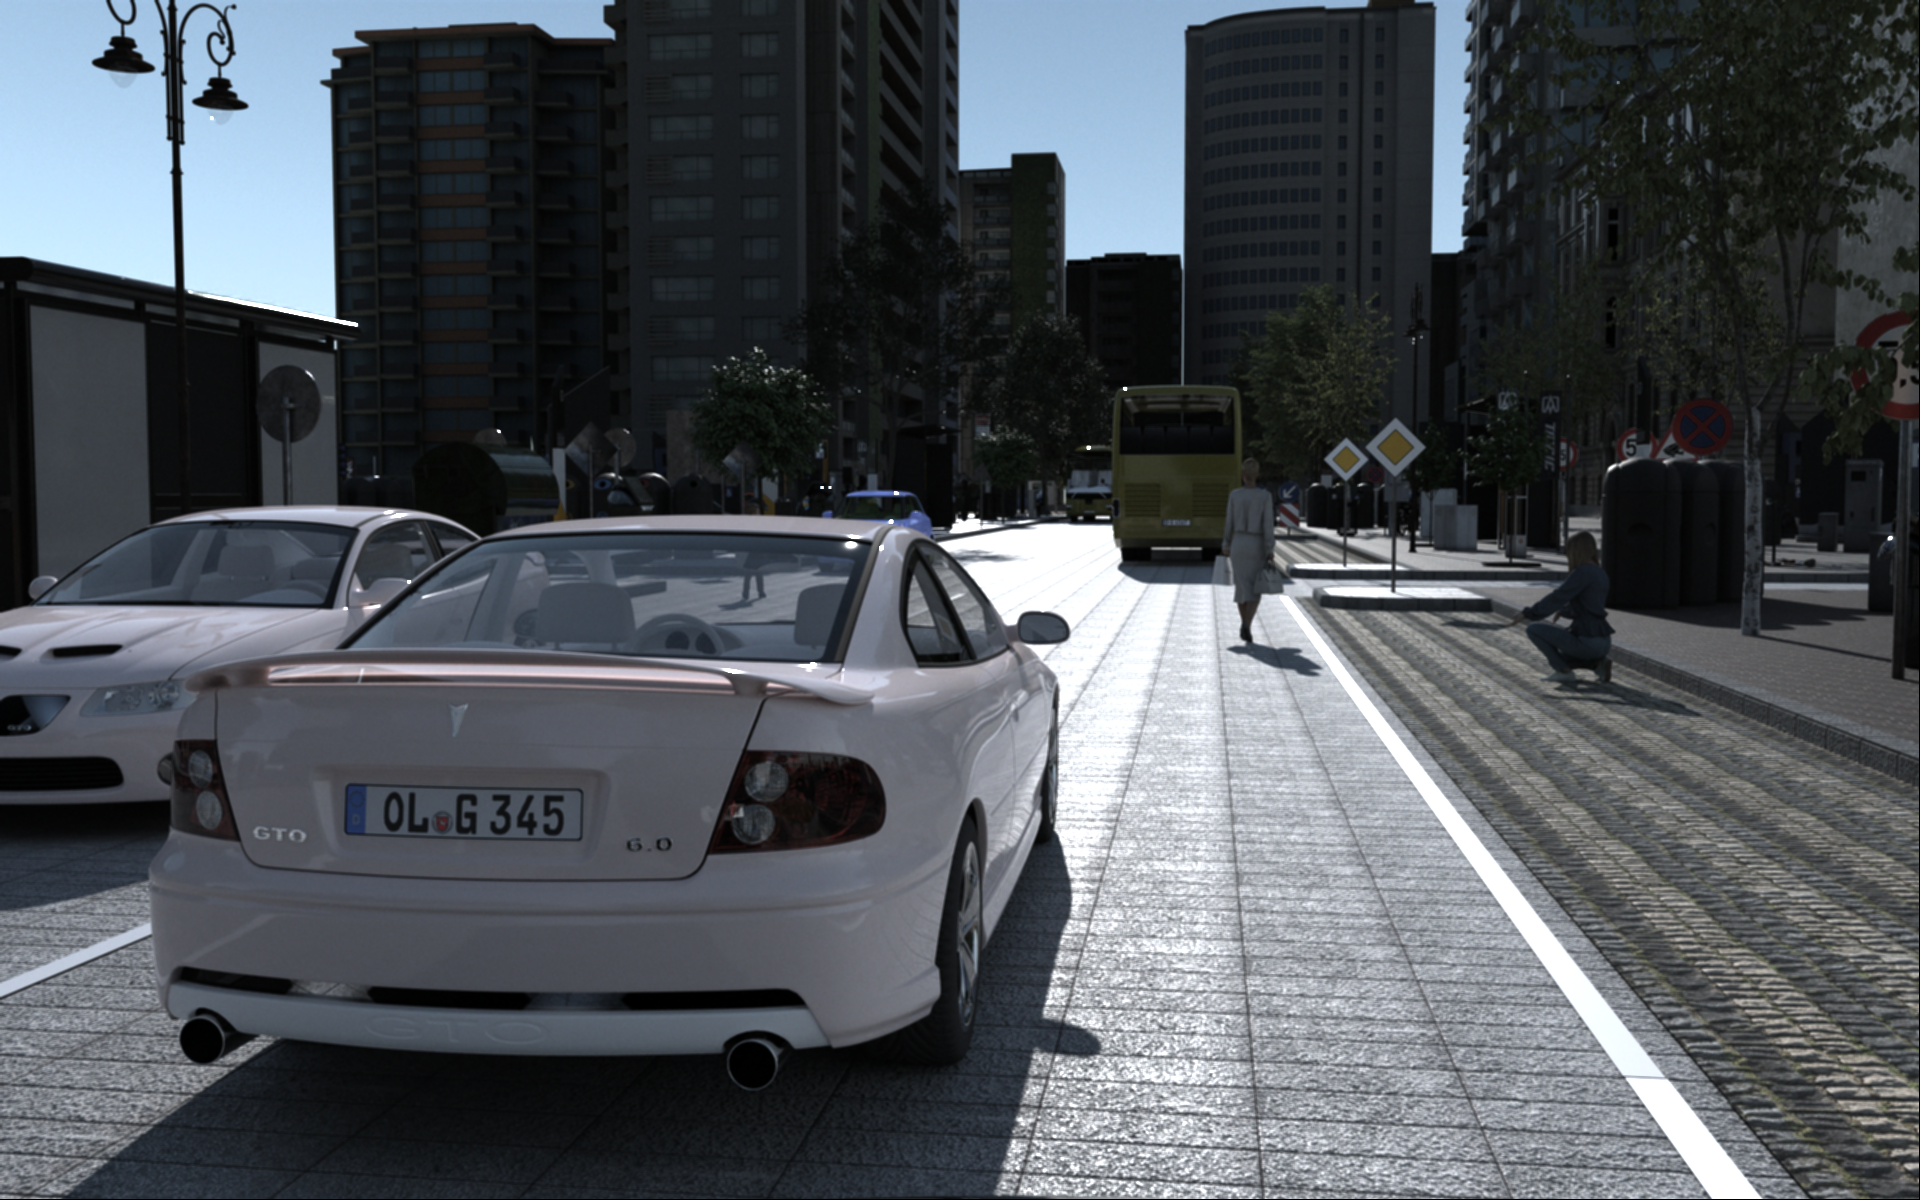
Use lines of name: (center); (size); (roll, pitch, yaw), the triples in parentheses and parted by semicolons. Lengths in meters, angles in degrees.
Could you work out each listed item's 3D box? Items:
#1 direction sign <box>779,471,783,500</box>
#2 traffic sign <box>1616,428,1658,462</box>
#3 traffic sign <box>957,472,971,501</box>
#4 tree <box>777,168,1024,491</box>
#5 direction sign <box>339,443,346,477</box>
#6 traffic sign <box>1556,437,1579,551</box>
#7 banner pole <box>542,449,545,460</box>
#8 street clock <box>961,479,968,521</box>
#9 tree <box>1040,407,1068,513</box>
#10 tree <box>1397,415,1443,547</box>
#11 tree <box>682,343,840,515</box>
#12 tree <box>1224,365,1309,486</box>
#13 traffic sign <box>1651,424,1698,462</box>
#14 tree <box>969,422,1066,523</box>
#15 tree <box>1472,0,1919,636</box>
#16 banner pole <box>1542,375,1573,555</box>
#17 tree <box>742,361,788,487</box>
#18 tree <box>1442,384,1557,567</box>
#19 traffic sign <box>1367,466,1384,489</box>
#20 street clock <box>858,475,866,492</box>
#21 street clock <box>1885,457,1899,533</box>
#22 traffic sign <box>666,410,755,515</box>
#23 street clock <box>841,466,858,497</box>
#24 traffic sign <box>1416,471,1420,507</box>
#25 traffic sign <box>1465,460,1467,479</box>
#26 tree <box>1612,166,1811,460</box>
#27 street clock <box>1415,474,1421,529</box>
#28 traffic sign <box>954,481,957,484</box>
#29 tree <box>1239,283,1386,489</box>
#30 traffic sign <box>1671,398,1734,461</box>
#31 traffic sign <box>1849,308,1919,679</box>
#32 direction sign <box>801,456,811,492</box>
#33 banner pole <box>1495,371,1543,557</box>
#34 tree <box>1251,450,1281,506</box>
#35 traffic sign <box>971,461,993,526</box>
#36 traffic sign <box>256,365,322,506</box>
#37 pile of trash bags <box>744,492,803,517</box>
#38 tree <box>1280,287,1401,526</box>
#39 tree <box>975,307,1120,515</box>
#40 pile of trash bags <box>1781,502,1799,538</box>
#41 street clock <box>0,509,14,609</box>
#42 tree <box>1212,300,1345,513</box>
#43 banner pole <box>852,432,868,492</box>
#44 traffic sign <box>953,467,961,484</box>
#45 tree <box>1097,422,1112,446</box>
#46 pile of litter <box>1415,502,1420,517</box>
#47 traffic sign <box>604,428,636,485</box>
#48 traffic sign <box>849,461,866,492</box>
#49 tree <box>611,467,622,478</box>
direction sign: (-6.622, -4.437, 64.549); (0.379, 3.537, 0.876); (1, 4, 18)
traffic sign: (12.964, -2.026, 33.231); (0.768, 2.556, 0.104); (1, 4, 11)
traffic sign: (0.190, -5.457, 90.405); (0.795, 2.450, 0.064); (1, 4, 12)
tree: (-1.825, -7.037, 49.463); (7.601, 10.594, 8.767); (1, 4, 17)
direction sign: (-27.820, -5.218, 77.308); (0.876, 3.537, 0.379); (0, 4, 3)
traffic sign: (13.402, -2.362, 38.726); (0.768, 2.556, 0.104); (1, 4, 11)
banner pole: (-23.186, -6.521, 96.627); (0.401, 3.779, 0.863); (0, 4, 4)
street clock: (0.218, -4.852, 83.907); (0.358, 2.002, 0.471); (-1, 4, -14)
tree: (6.820, -10.276, 118.368); (4.360, 8.622, 3.978); (0, 3, 0)
tree: (11.403, -2.922, 42.384); (1.663, 3.219, 1.824); (0, 3, 0)
tree: (-4.342, -3.295, 37.586); (4.285, 4.588, 4.351); (0, 3, 0)
tree: (24.178, -12.931, 137.172); (9.928, 11.665, 9.643); (0, 3, 0)
traffic sign: (12.185, -1.808, 29.560); (0.884, 2.594, 0.081); (1, 4, 8)
tree: (2.034, -5.813, 78.748); (4.285, 4.588, 4.351); (0, 3, 0)
tree: (7.001, -3.976, 15.377); (4.737, 8.622, 4.395); (0, 3, 0)
banner pole: (12.683, -2.861, 36.798); (0.863, 3.779, 0.401); (3, 4, 38)
tree: (-11.035, -8.884, 95.619); (4.360, 8.622, 3.978); (0, 3, 0)
tree: (9.684, -2.215, 30.809); (1.663, 3.219, 1.824); (0, 3, 0)
traffic sign: (19.117, -4.873, 79.771); (0.768, 2.556, 0.104); (1, 4, 13)
street clock: (-3.742, -3.665, 64.494); (0.358, 2.002, 0.471); (-3, 5, -41)
street clock: (18.207, -1.775, 33.592); (0.471, 2.002, 0.358); (3, 5, 45)
traffic sign: (-6.000, -2.920, 41.619); (2.265, 3.308, 0.079); (1, 4, 15)
street clock: (-2.880, -2.433, 44.342); (0.358, 2.002, 0.471); (0, 4, -6)
traffic sign: (18.334, -4.234, 69.227); (0.884, 2.594, 0.081); (1, 4, 9)
traffic sign: (15.101, -2.978, 50.824); (0.606, 2.300, 0.079); (1, 4, 15)
tree: (16.197, -5.309, 37.171); (4.360, 8.622, 3.978); (0, 3, 0)
street clock: (16.503, -3.548, 62.573); (0.358, 2.002, 0.471); (1, 4, 13)
traffic sign: (-0.484, -5.755, 94.202); (0.768, 2.556, 0.104); (1, 4, 9)
tree: (18.937, -10.704, 93.140); (7.486, 12.596, 7.792); (0, 3, 0)
traffic sign: (9.826, -1.399, 22.986); (0.768, 2.556, 0.104); (1, 4, 17)
traffic sign: (6.520, -0.725, 11.960); (0.768, 2.556, 0.104); (1, 4, 18)
direction sign: (-8.969, -6.641, 100.584); (0.379, 3.537, 0.876); (-3, 5, -44)
banner pole: (11.331, -2.777, 35.415); (0.863, 3.779, 0.401); (0, 4, -1)
tree: (26.161, -11.867, 144.388); (4.737, 8.622, 4.395); (0, 3, 0)
traffic sign: (0.857, -4.203, 68.719); (0.884, 2.594, 0.081); (1, 4, 14)
traffic sign: (-6.646, -1.041, 17.125); (0.768, 2.556, 0.104); (1, 4, 18)
pile of trash bags: (-8.351, -4.315, 80.302); (3.447, 1.369, 1.912); (0, 4, -1)
tree: (13.431, -6.751, 60.739); (4.360, 8.622, 3.978); (0, 3, 0)
tree: (5.257, -11.570, 106.178); (9.611, 12.733, 9.660); (0, 3, 0)
pile of trash bags: (24.029, -2.522, 50.981); (3.447, 1.369, 1.912); (0, 4, -2)
street clock: (-10.684, -0.897, 19.243); (0.471, 2.002, 0.358); (2, 4, 27)
tree: (21.672, -12.775, 115.521); (9.857, 13.997, 8.962); (0, 3, 0)
banner pole: (-4.085, -4.890, 69.966); (0.863, 3.779, 0.401); (2, 4, 28)
traffic sign: (-0.329, -4.167, 69.318); (0.795, 2.450, 0.064); (1, 4, 17)
tree: (15.133, -13.656, 173.633); (4.360, 8.622, 3.978); (0, 3, 0)
pile of litter: (25.733, -5.148, 98.138); (1.176, 0.858, 1.719); (-2, 4, -28)
traffic sign: (-6.612, -2.036, 33.401); (0.768, 2.556, 0.104); (1, 4, 14)
traffic sign: (-3.983, -4.062, 66.519); (0.768, 2.556, 0.104); (1, 4, 16)
tree: (-20.062, -6.312, 97.806); (1.663, 3.219, 1.824); (0, 3, 0)
